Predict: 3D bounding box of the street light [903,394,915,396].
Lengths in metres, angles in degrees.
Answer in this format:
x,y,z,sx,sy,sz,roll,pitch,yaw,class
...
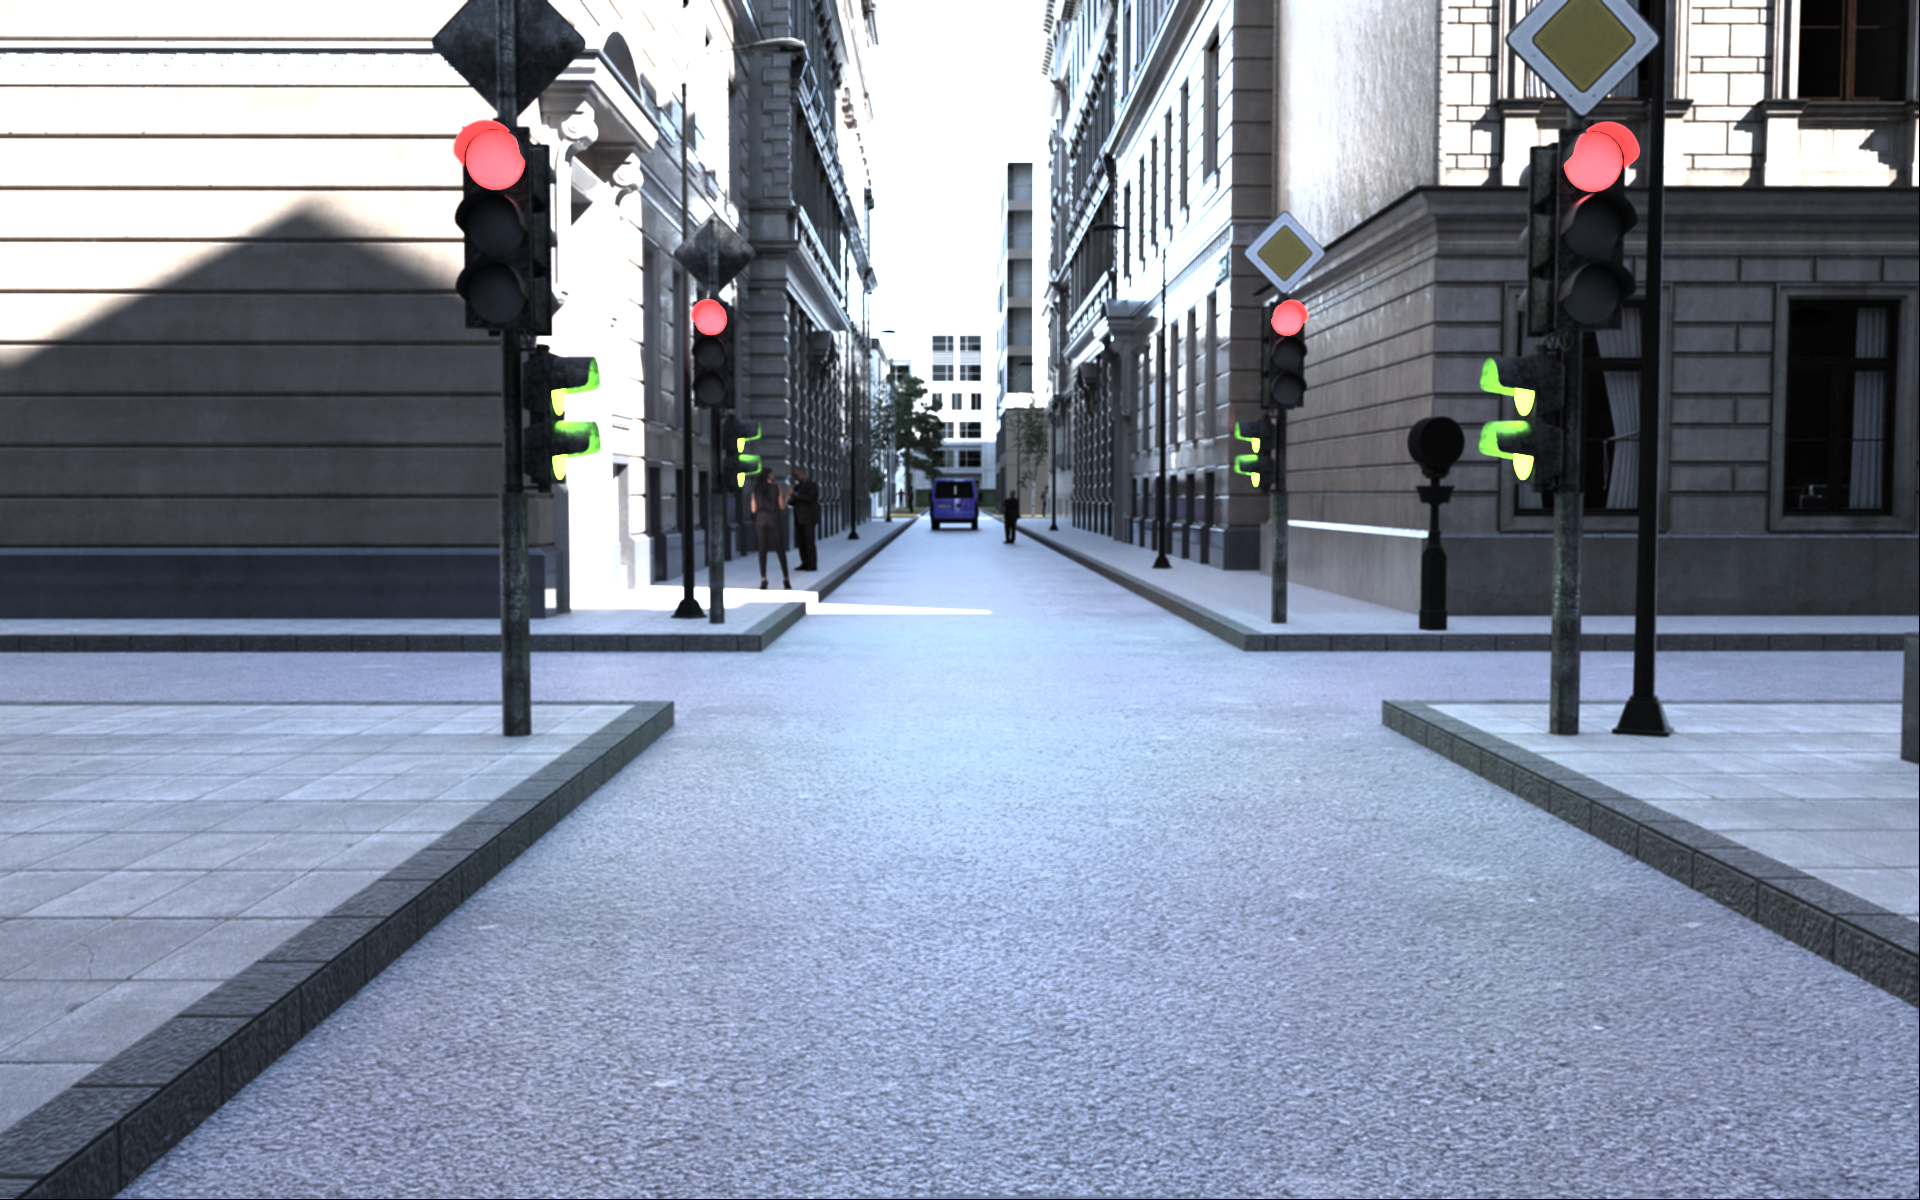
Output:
x,y,z,sx,sy,sz,roll,pitch,yaw,class
-2.770,-6.581,80.143,1.470,5.913,1.316,0,4,0,street light

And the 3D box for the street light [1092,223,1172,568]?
x,y,z,sx,sy,sz,roll,pitch,yaw,class
2.964,-3.507,29.877,1.470,5.913,1.316,0,4,0,street light

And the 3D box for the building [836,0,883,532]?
x,y,z,sx,sy,sz,roll,pitch,yaw,class
-9.755,-16.649,69.481,12.463,27.353,25.104,0,4,0,building

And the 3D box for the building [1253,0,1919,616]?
x,y,z,sx,sy,sz,roll,pitch,yaw,class
13.886,-9.650,22.412,19.286,19.102,10.561,0,4,0,building

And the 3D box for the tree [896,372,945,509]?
x,y,z,sx,sy,sz,roll,pitch,yaw,class
-4.684,-14.177,153.851,6.751,12.117,7.091,0,3,0,tree

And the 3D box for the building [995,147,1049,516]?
x,y,z,sx,sy,sz,roll,pitch,yaw,class
16.583,-16.795,118.580,27.936,21.610,32.646,0,4,0,building

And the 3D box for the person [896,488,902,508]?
x,y,z,sx,sy,sz,roll,pitch,yaw,class
-5.358,-9.247,157.197,1.348,1.831,0.705,1,4,11,person

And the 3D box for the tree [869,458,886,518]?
x,y,z,sx,sy,sz,roll,pitch,yaw,class
-4.679,-5.953,91.931,1.663,3.219,1.824,0,3,0,tree

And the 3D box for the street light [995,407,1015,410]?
x,y,z,sx,sy,sz,roll,pitch,yaw,class
2.578,-7.319,92.206,1.470,5.913,1.316,0,4,0,street light

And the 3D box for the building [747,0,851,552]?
x,y,z,sx,sy,sz,roll,pitch,yaw,class
-8.656,-13.348,47.125,11.050,23.489,19.941,0,4,0,building

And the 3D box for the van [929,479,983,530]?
x,y,z,sx,sy,sz,roll,pitch,yaw,class
-0.196,-4.074,70.995,2.240,2.365,5.245,0,4,1,van

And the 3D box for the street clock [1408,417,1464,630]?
x,y,z,sx,sy,sz,roll,pitch,yaw,class
4.480,-0.720,16.345,0.471,2.002,0.358,-1,4,-14,street clock

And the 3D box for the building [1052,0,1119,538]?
x,y,z,sx,sy,sz,roll,pitch,yaw,class
9.221,-14.047,58.553,11.050,23.489,19.941,0,4,0,building

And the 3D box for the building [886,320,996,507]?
x,y,z,sx,sy,sz,roll,pitch,yaw,class
-4.620,-19.459,184.607,31.486,18.905,16.747,0,4,0,building

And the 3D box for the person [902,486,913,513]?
x,y,z,sx,sy,sz,roll,pitch,yaw,class
-3.320,-6.752,116.395,0.705,1.831,1.348,0,4,3,person

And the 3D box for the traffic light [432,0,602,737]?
x,y,z,sx,sy,sz,roll,pitch,yaw,class
-2.343,-1.215,9.112,0.839,4.213,0.868,0,4,0,traffic light

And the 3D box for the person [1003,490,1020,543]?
x,y,z,sx,sy,sz,roll,pitch,yaw,class
1.503,-2.418,50.301,0.482,1.546,0.388,1,4,22,person

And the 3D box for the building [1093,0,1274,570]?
x,y,z,sx,sy,sz,roll,pitch,yaw,class
10.580,-15.418,37.991,13.634,28.700,20.117,0,4,0,building

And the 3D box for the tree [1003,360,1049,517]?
x,y,z,sx,sy,sz,roll,pitch,yaw,class
4.208,-8.898,95.852,4.360,8.622,3.978,0,3,0,tree

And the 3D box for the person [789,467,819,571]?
x,y,z,sx,sy,sz,roll,pitch,yaw,class
-2.641,-1.363,29.013,0.565,1.739,0.600,1,4,22,person

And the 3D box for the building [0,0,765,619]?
x,y,z,sx,sy,sz,roll,pitch,yaw,class
-10.549,-14.721,26.598,13.634,28.700,20.117,0,4,0,building

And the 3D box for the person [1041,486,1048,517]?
x,y,z,sx,sy,sz,roll,pitch,yaw,class
4.992,-5.582,97.838,0.617,1.759,0.750,3,5,42,person

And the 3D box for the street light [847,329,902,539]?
x,y,z,sx,sy,sz,roll,pitch,yaw,class
-2.484,-4.675,48.980,1.470,5.913,1.316,0,4,0,street light

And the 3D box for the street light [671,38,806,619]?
x,y,z,sx,sy,sz,roll,pitch,yaw,class
-2.274,-2.769,17.816,1.470,5.913,1.316,0,4,0,street light

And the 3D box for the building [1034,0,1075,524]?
x,y,z,sx,sy,sz,roll,pitch,yaw,class
10.890,-17.930,80.548,14.401,28.519,23.554,0,4,0,building

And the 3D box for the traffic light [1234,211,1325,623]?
x,y,z,sx,sy,sz,roll,pitch,yaw,class
3.163,-1.707,17.150,0.839,4.213,0.868,0,4,0,traffic light

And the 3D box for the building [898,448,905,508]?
x,y,z,sx,sy,sz,roll,pitch,yaw,class
-9.408,-11.781,134.768,9.099,9.664,28.070,0,4,0,building

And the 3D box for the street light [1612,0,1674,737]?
x,y,z,sx,sy,sz,roll,pitch,yaw,class
3.138,-2.239,9.151,1.470,5.913,1.316,0,4,0,street light

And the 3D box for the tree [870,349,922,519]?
x,y,z,sx,sy,sz,roll,pitch,yaw,class
-4.066,-8.380,87.381,4.360,8.622,3.978,0,3,0,tree

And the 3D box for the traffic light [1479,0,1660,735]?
x,y,z,sx,sy,sz,roll,pitch,yaw,class
3.218,-1.218,9.166,0.839,4.213,0.868,0,4,0,traffic light

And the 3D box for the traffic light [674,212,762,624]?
x,y,z,sx,sy,sz,roll,pitch,yaw,class
-2.398,-1.703,17.096,0.839,4.213,0.868,0,4,0,traffic light

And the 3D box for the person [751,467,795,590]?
x,y,z,sx,sy,sz,roll,pitch,yaw,class
-2.523,-0.966,23.315,0.593,1.643,0.415,-3,5,-42,person

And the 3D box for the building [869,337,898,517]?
x,y,z,sx,sy,sz,roll,pitch,yaw,class
-8.963,-10.068,106.753,9.099,9.664,28.070,0,4,0,building

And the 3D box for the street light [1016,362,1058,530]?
x,y,z,sx,sy,sz,roll,pitch,yaw,class
2.777,-5.413,61.042,1.470,5.913,1.316,0,4,0,street light
